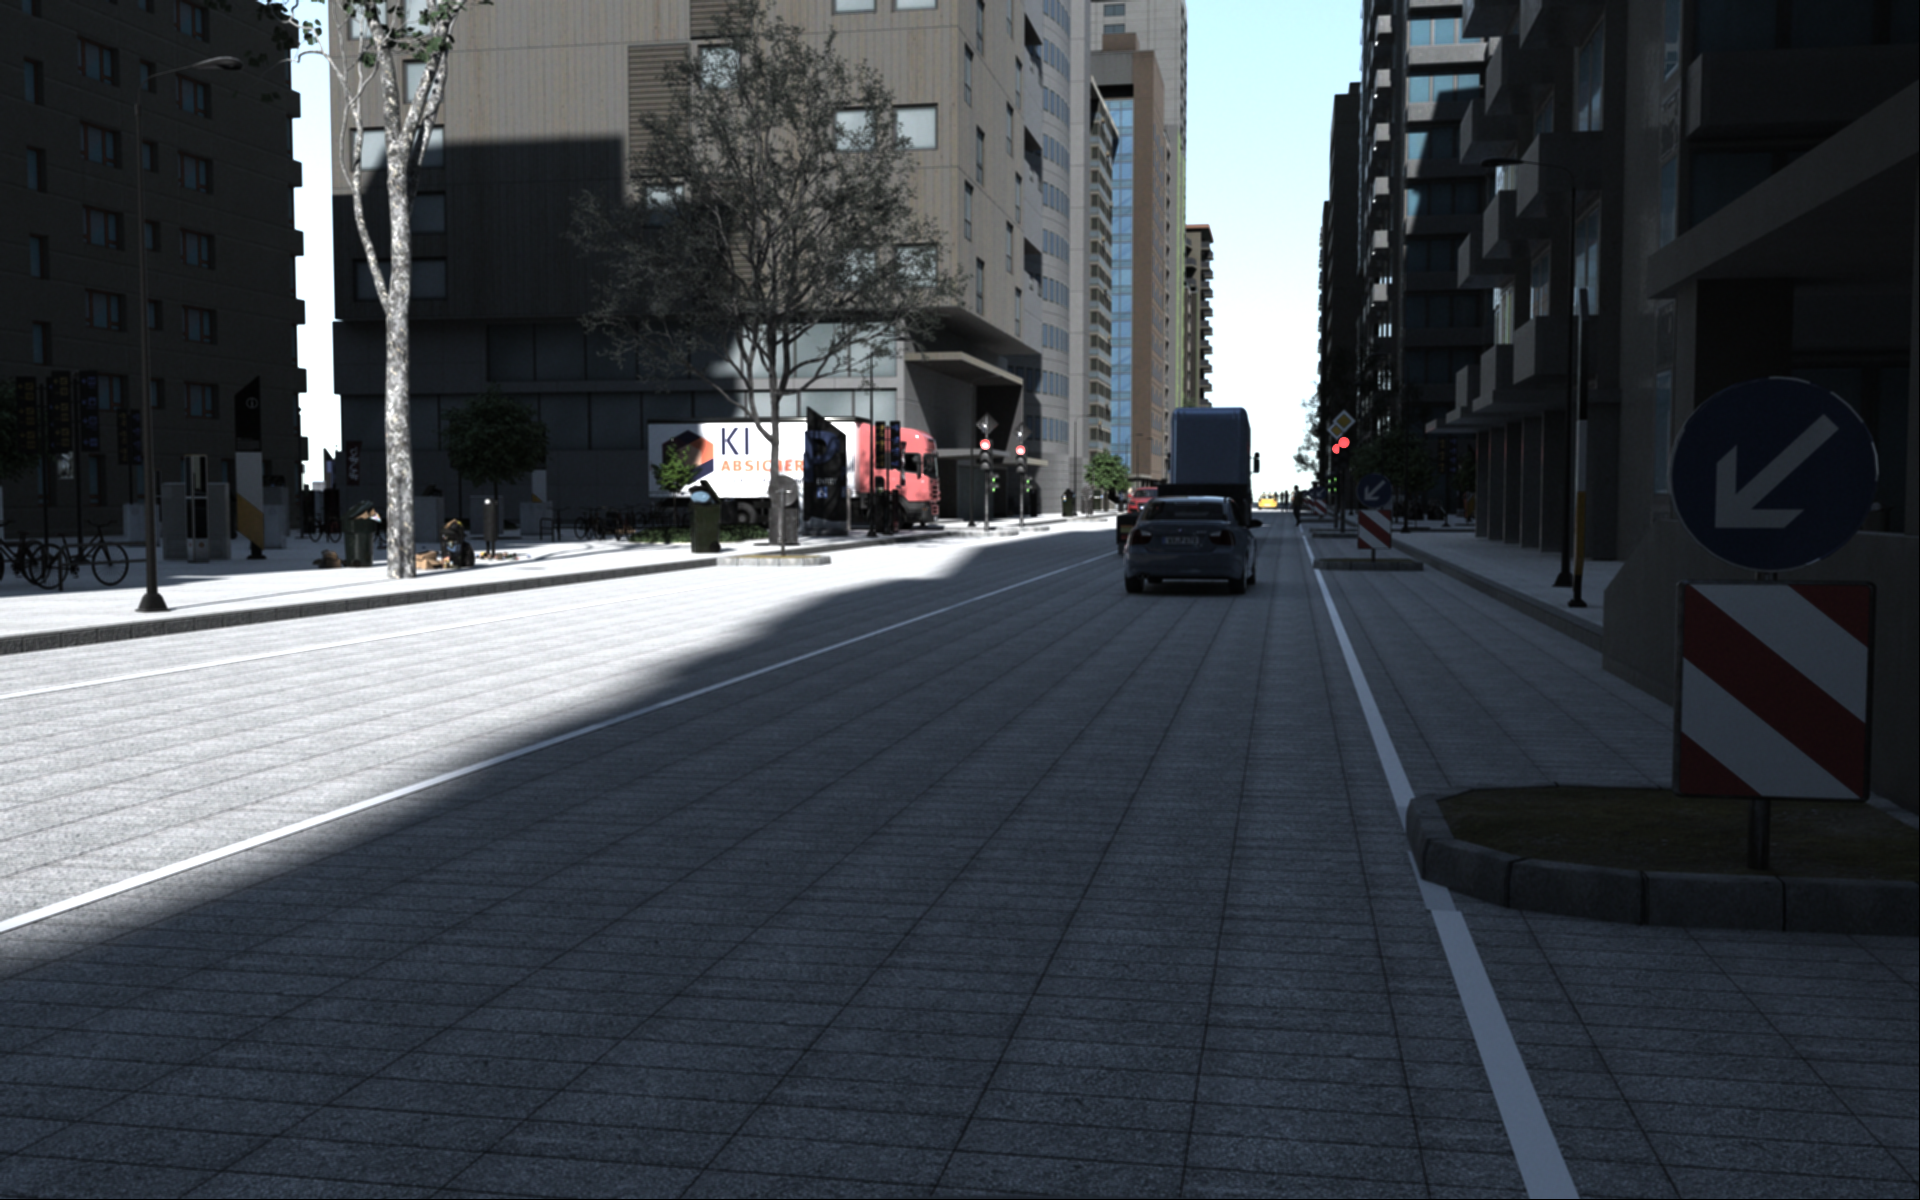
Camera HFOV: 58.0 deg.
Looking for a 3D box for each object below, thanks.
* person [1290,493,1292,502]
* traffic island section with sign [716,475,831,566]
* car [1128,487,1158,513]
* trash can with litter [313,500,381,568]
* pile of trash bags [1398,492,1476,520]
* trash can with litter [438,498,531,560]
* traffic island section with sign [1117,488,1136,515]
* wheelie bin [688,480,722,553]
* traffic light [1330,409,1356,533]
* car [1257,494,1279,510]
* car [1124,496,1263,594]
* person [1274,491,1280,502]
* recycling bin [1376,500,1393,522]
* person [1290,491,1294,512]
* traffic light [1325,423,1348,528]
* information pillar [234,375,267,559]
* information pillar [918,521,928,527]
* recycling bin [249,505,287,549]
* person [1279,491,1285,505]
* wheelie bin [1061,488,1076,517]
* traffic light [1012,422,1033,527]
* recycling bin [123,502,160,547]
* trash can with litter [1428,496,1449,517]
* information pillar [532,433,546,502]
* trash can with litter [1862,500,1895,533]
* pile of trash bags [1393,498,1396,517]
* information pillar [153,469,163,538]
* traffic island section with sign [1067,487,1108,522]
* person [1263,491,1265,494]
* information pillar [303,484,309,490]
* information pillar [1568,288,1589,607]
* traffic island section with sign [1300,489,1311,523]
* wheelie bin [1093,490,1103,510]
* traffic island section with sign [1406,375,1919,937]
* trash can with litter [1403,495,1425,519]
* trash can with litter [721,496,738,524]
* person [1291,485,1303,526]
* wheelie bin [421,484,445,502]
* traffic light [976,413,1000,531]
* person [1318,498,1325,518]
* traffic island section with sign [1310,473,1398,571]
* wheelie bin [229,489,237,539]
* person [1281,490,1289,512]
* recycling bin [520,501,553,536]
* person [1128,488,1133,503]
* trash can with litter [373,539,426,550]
[{"bbox_3d":[50.981,-15.685,266.426,0.415,1.643,0.593,2,4,33],"label":"person"},{"bbox_3d":[-3.720,-1.633,35.326,1.989,1.847,2.006,1,4,11],"label":"traffic island section with sign"},{"bbox_3d":[9.967,-5.008,90.553,2.281,1.827,5.304,1,4,12],"label":"car"},{"bbox_3d":[-10.674,-1.148,30.151,1.055,1.170,0.624,-3,5,-44],"label":"trash can with litter"},{"bbox_3d":[23.528,-4.602,84.992,3.447,1.369,1.912,2,4,24],"label":"pile of trash bags"},{"bbox_3d":[-9.311,-1.417,34.232,1.678,1.210,2.233,-2,4,-27],"label":"trash can with litter"},{"bbox_3d":[11.656,-6.603,116.579,1.989,1.847,2.006,1,4,11],"label":"traffic island section with sign"},{"bbox_3d":[-5.580,-1.828,37.800,0.693,1.594,0.980,-1,4,-20],"label":"wheelie bin"},{"bbox_3d":[12.692,-4.191,57.435,0.839,4.253,0.868,1,4,11],"label":"traffic light"},{"bbox_3d":[28.425,-9.145,159.750,2.015,1.641,3.980,1,4,12],"label":"car"},{"bbox_3d":[3.547,-0.874,26.298,2.014,1.417,4.499,1,4,13],"label":"car"},{"bbox_3d":[34.716,-11.065,190.135,0.721,1.736,1.217,-3,5,-42],"label":"person"},{"bbox_3d":[19.591,-4.125,79.995,0.722,1.027,0.722,0,4,6],"label":"recycling bin"},{"bbox_3d":[26.859,-7.963,139.700,0.512,1.701,0.522,1,4,13],"label":"person"},{"bbox_3d":[14.177,-4.670,65.282,0.839,4.253,0.868,1,4,11],"label":"traffic light"},{"bbox_3d":[-13.971,-2.613,34.077,0.504,3.616,0.183,-1,4,-14],"label":"information pillar"},{"bbox_3d":[-1.385,-4.652,67.419,0.504,3.616,0.183,2,4,35],"label":"information pillar"},{"bbox_3d":[-16.255,-1.719,40.653,0.722,1.027,0.722,-1,4,-11],"label":"recycling bin"},{"bbox_3d":[41.448,-13.114,222.875,1.348,1.831,0.705,0,4,-5],"label":"person"},{"bbox_3d":[6.126,-5.491,97.692,0.693,1.594,0.980,1,4,17],"label":"wheelie bin"},{"bbox_3d":[2.420,-4.805,67.482,0.839,4.253,0.868,1,4,11],"label":"traffic light"},{"bbox_3d":[-20.006,-1.821,42.334,0.722,1.027,0.722,-2,4,-34],"label":"recycling bin"},{"bbox_3d":[25.194,-4.879,91.152,1.055,1.170,0.624,1,4,12],"label":"trash can with litter"},{"bbox_3d":[-14.333,-4.139,59.024,0.504,3.616,0.183,-2,4,-24],"label":"information pillar"},{"bbox_3d":[10.987,-0.585,20.615,1.678,1.210,2.233,0,4,1],"label":"trash can with litter"},{"bbox_3d":[24.398,-5.389,97.869,1.912,1.369,3.447,0,4,-5],"label":"pile of trash bags"},{"bbox_3d":[-23.691,-2.839,50.914,0.304,2.012,0.304,1,4,8],"label":"information pillar"},{"bbox_3d":[6.643,-4.983,90.093,1.989,1.847,2.006,1,4,11],"label":"traffic island section with sign"},{"bbox_3d":[41.648,-13.988,237.218,1.348,1.822,0.705,0,4,4],"label":"person"},{"bbox_3d":[-48.187,-7.535,127.691,0.304,2.012,0.304,1,4,22],"label":"information pillar"},{"bbox_3d":[7.025,-1.727,19.588,0.183,3.616,0.504,1,4,16],"label":"information pillar"},{"bbox_3d":[18.062,-4.821,87.448,1.989,1.847,2.006,1,4,11],"label":"traffic island section with sign"},{"bbox_3d":[10.710,-7.828,135.897,0.980,1.594,0.693,0,4,-1],"label":"wheelie bin"},{"bbox_3d":[2.770,0.123,6.617,1.989,1.847,2.006,1,4,11],"label":"traffic island section with sign"},{"bbox_3d":[23.455,-4.725,88.308,1.678,1.210,2.233,1,4,16],"label":"trash can with litter"},{"bbox_3d":[-6.667,-2.567,53.032,2.233,1.210,1.678,-1,4,-10],"label":"trash can with litter"},{"bbox_3d":[15.200,-4.262,78.091,0.656,1.842,0.836,2,4,29],"label":"person"},{"bbox_3d":[-16.757,-2.880,54.992,0.693,1.594,0.980,-2,4,-35],"label":"wheelie bin"},{"bbox_3d":[0.935,-4.325,59.636,0.839,4.253,0.868,1,4,11],"label":"traffic light"},{"bbox_3d":[21.457,-5.728,102.708,0.362,1.759,0.519,3,5,40],"label":"person"},{"bbox_3d":[7.824,-1.511,33.326,1.989,1.847,2.006,1,4,11],"label":"traffic island section with sign"},{"bbox_3d":[-20.987,-2.529,49.253,0.980,1.594,0.693,3,5,44],"label":"wheelie bin"},{"bbox_3d":[25.913,-7.880,137.929,0.643,1.750,0.593,1,4,21],"label":"person"},{"bbox_3d":[-13.201,-2.531,53.938,0.722,1.027,0.722,2,4,34],"label":"recycling bin"},{"bbox_3d":[9.668,-5.425,97.375,0.526,1.800,0.537,3,4,36],"label":"person"},{"bbox_3d":[-13.352,-1.793,40.377,1.678,1.210,2.233,-1,4,-15],"label":"trash can with litter"}]
